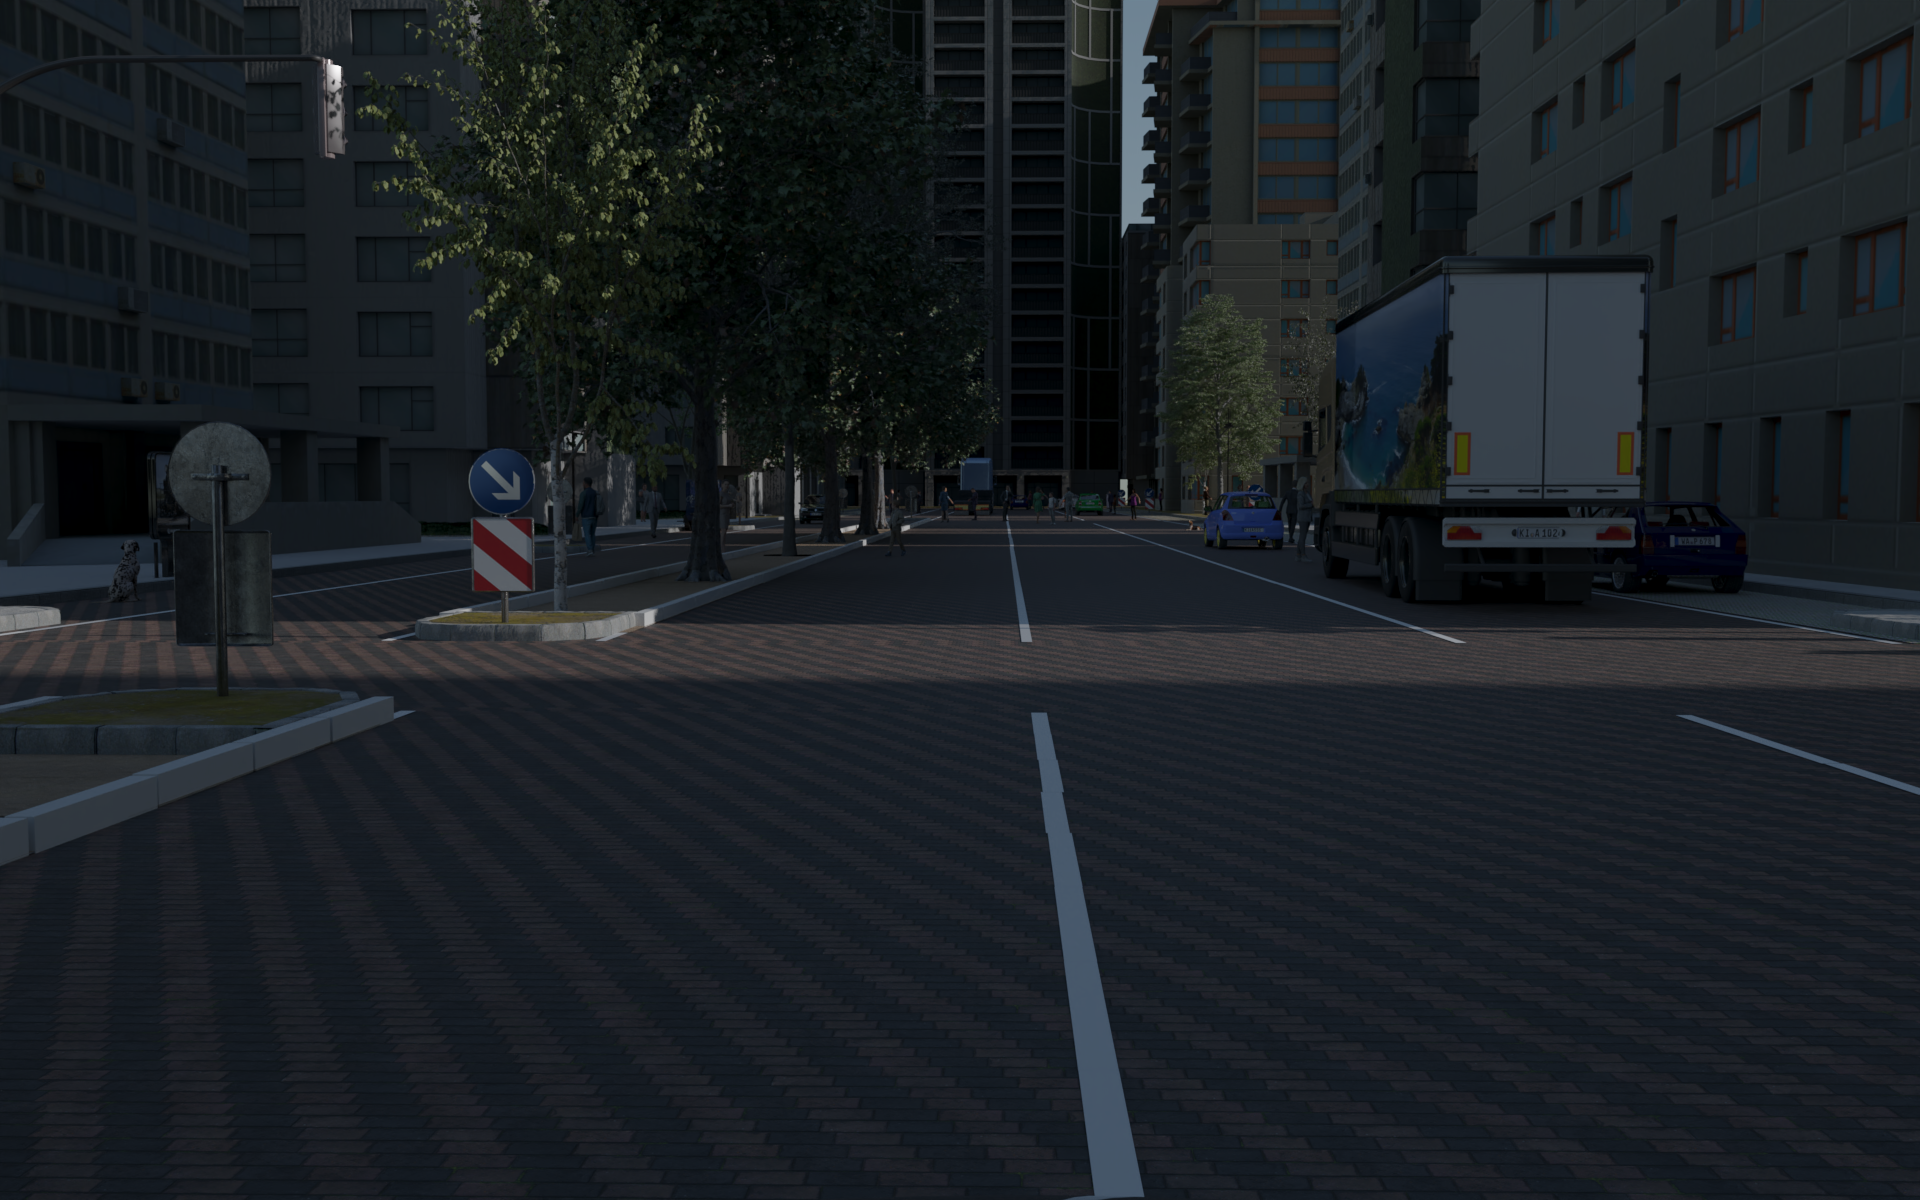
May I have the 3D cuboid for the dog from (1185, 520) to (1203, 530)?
[{"bbox_3d":[9.319,-2.966,68.693,0.748,0.427,0.550,2,4,25],"label":"dog"}]

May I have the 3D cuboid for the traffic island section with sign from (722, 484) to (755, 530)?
[{"bbox_3d":[-9.366,-3.757,70.062,1.989,1.847,2.006,0,4,1],"label":"traffic island section with sign"}]

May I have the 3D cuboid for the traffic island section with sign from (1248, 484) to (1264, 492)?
[{"bbox_3d":[11.648,-3.722,69.476,1.989,1.847,2.006,0,4,1],"label":"traffic island section with sign"}]

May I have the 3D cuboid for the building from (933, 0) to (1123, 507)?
[{"bbox_3d":[6.992,-45.695,185.364,20.611,71.187,20.563,0,4,1],"label":"building"}]

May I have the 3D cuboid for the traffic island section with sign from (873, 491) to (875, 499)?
[{"bbox_3d":[-7.443,-8.496,147.534,1.989,1.847,2.006,0,4,1],"label":"traffic island section with sign"}]

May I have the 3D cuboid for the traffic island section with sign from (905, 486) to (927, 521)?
[{"bbox_3d":[-2.656,-5.185,92.915,2.006,1.907,1.989,0,4,1],"label":"traffic island section with sign"}]

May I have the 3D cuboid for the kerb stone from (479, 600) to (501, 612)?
[{"bbox_3d":[-5.522,0.120,20.230,0.120,0.150,1.000,0,4,1],"label":"kerb stone"}]

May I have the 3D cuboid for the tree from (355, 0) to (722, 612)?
[{"bbox_3d":[-4.638,-4.096,19.789,4.737,8.622,4.395,0,3,0],"label":"tree"}]

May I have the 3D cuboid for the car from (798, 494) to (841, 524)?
[{"bbox_3d":[-6.778,-4.536,83.953,2.009,1.686,4.222,0,4,1],"label":"car"}]

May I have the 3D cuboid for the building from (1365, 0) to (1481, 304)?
[{"bbox_3d":[19.727,-17.236,53.502,14.160,30.474,14.107,0,4,1],"label":"building"}]

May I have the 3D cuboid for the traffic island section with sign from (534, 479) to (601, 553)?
[{"bbox_3d":[-10.043,-2.109,43.116,1.989,1.847,2.006,0,4,1],"label":"traffic island section with sign"}]

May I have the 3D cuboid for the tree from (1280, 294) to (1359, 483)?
[{"bbox_3d":[13.839,-6.992,64.681,4.360,8.622,3.978,0,3,0],"label":"tree"}]

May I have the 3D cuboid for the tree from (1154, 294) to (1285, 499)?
[{"bbox_3d":[14.535,-11.056,98.892,7.486,12.596,7.792,0,3,0],"label":"tree"}]

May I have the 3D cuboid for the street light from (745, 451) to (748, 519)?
[{"bbox_3d":[-11.211,-7.218,90.808,0.468,5.910,1.993,0,4,1],"label":"street light"}]

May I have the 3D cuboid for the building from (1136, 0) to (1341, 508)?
[{"bbox_3d":[27.566,-30.515,153.544,22.147,44.769,28.867,0,4,1],"label":"building"}]

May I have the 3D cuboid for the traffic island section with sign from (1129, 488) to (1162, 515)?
[{"bbox_3d":[12.894,-6.781,119.493,1.989,1.847,2.006,0,4,1],"label":"traffic island section with sign"}]

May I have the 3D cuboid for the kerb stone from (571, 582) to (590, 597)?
[{"bbox_3d":[-5.414,-0.127,24.324,0.120,0.150,1.000,0,4,1],"label":"kerb stone"}]

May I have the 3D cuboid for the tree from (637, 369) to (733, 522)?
[{"bbox_3d":[-12.622,-9.428,79.906,9.928,11.665,9.643,0,3,0],"label":"tree"}]

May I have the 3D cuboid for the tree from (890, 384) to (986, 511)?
[{"bbox_3d":[-2.868,-8.698,79.075,8.767,10.594,7.601,0,4,1],"label":"tree"}]

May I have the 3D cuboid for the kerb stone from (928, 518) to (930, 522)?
[{"bbox_3d":[-1.746,-4.007,87.799,0.120,0.150,1.000,0,4,1],"label":"kerb stone"}]

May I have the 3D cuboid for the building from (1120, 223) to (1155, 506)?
[{"bbox_3d":[24.280,-25.191,183.567,14.107,30.474,14.160,0,4,1],"label":"building"}]

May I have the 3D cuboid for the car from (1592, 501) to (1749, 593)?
[{"bbox_3d":[10.308,-0.832,26.184,1.945,1.354,3.894,0,4,0],"label":"car"}]

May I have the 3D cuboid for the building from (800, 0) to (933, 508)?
[{"bbox_3d":[-13.899,-45.749,186.245,20.611,71.187,20.563,0,4,1],"label":"building"}]

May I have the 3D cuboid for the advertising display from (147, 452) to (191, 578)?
[{"bbox_3d":[-12.226,-1.321,26.807,0.123,1.923,0.974,0,4,6],"label":"advertising display"}]

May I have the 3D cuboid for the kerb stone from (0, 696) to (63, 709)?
[{"bbox_3d":[-5.765,0.717,10.499,0.120,0.150,1.000,0,4,1],"label":"kerb stone"}]

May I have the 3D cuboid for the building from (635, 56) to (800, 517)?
[{"bbox_3d":[-17.160,-20.107,100.444,14.160,30.474,14.107,0,4,1],"label":"building"}]

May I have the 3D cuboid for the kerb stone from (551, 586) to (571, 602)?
[{"bbox_3d":[-5.447,-0.065,23.300,0.120,0.150,1.000,0,4,1],"label":"kerb stone"}]

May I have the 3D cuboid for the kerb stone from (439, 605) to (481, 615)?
[{"bbox_3d":[-5.550,0.183,19.208,0.120,0.150,1.000,0,4,1],"label":"kerb stone"}]

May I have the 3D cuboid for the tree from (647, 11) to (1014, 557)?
[{"bbox_3d":[-3.879,-7.727,39.169,12.009,13.543,11.850,0,3,0],"label":"tree"}]

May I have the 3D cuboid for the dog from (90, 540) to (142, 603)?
[{"bbox_3d":[-11.250,-0.380,23.058,0.513,0.831,0.800,3,5,42],"label":"dog"}]

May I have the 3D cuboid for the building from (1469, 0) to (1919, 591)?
[{"bbox_3d":[27.330,-11.364,30.849,28.899,21.520,27.650,0,4,1],"label":"building"}]

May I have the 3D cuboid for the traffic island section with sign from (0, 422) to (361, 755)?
[{"bbox_3d":[-4.708,-0.138,10.394,2.006,1.907,1.989,0,4,1],"label":"traffic island section with sign"}]

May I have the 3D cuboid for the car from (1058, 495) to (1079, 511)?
[{"bbox_3d":[9.650,-8.520,151.663,2.083,1.381,4.827,0,4,0],"label":"car"}]

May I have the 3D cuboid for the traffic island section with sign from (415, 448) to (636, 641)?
[{"bbox_3d":[-4.514,-0.591,17.799,2.006,1.907,1.989,0,4,1],"label":"traffic island section with sign"}]

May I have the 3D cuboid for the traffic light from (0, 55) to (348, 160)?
[{"bbox_3d":[-8.847,-2.660,18.151,4.771,5.953,1.251,0,4,1],"label":"traffic light"}]

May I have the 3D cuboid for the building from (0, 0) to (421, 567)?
[{"bbox_3d":[-30.546,-21.177,38.130,32.217,40.220,23.993,0,4,1],"label":"building"}]

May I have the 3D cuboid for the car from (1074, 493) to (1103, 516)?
[{"bbox_3d":[8.649,-6.569,116.204,1.959,1.807,4.718,0,4,2],"label":"car"}]

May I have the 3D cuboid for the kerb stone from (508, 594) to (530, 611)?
[{"bbox_3d":[-5.505,0.061,21.252,0.120,0.150,1.000,0,4,1],"label":"kerb stone"}]

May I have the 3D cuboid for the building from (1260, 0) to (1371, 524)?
[{"bbox_3d":[30.999,-23.734,79.934,32.217,40.220,23.993,0,4,1],"label":"building"}]

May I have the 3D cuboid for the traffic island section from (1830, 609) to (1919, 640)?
[{"bbox_3d":[10.354,0.276,17.770,2.009,0.180,2.903,0,4,1],"label":"traffic island section"}]

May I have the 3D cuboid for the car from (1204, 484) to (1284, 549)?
[{"bbox_3d":[7.509,-2.232,46.088,1.945,1.707,3.694,0,3,0],"label":"car"}]

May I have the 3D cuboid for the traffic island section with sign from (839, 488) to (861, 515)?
[{"bbox_3d":[-8.109,-6.848,120.587,1.989,1.847,2.006,0,4,1],"label":"traffic island section with sign"}]

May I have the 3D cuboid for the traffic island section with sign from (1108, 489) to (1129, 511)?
[{"bbox_3d":[13.576,-8.470,147.109,1.989,1.847,2.006,0,4,1],"label":"traffic island section with sign"}]

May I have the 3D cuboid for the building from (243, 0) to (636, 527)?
[{"bbox_3d":[-20.798,-23.319,64.854,14.154,41.232,14.086,0,4,1],"label":"building"}]

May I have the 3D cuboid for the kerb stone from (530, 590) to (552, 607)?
[{"bbox_3d":[-5.467,-0.005,22.277,0.120,0.150,1.000,0,4,1],"label":"kerb stone"}]

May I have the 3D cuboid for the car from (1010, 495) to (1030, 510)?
[{"bbox_3d":[5.363,-8.777,156.086,1.945,1.354,3.894,0,4,3],"label":"car"}]

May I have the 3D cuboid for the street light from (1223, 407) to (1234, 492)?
[{"bbox_3d":[14.220,-7.285,91.894,0.468,5.910,1.993,0,4,1],"label":"street light"}]

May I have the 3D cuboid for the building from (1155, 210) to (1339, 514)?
[{"bbox_3d":[29.329,-17.146,125.372,27.650,21.520,28.899,0,4,1],"label":"building"}]

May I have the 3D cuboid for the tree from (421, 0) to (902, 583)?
[{"bbox_3d":[-4.183,-6.657,28.307,9.611,12.733,9.660,0,3,0],"label":"tree"}]

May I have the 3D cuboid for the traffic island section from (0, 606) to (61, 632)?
[{"bbox_3d":[-10.981,0.243,18.303,2.009,0.180,2.903,0,4,1],"label":"traffic island section"}]

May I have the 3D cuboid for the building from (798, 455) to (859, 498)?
[{"bbox_3d":[-24.897,-32.893,157.411,30.456,49.044,23.786,0,4,1],"label":"building"}]

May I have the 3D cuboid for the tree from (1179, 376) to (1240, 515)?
[{"bbox_3d":[15.245,-9.613,107.531,4.737,8.622,4.395,0,3,0],"label":"tree"}]

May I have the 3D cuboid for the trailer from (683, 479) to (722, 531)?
[{"bbox_3d":[-9.953,-3.650,66.718,1.471,1.999,3.904,0,4,1],"label":"trailer"}]

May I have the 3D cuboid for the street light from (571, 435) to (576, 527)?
[{"bbox_3d":[-12.119,-4.980,54.206,0.468,5.910,1.993,0,4,1],"label":"street light"}]
